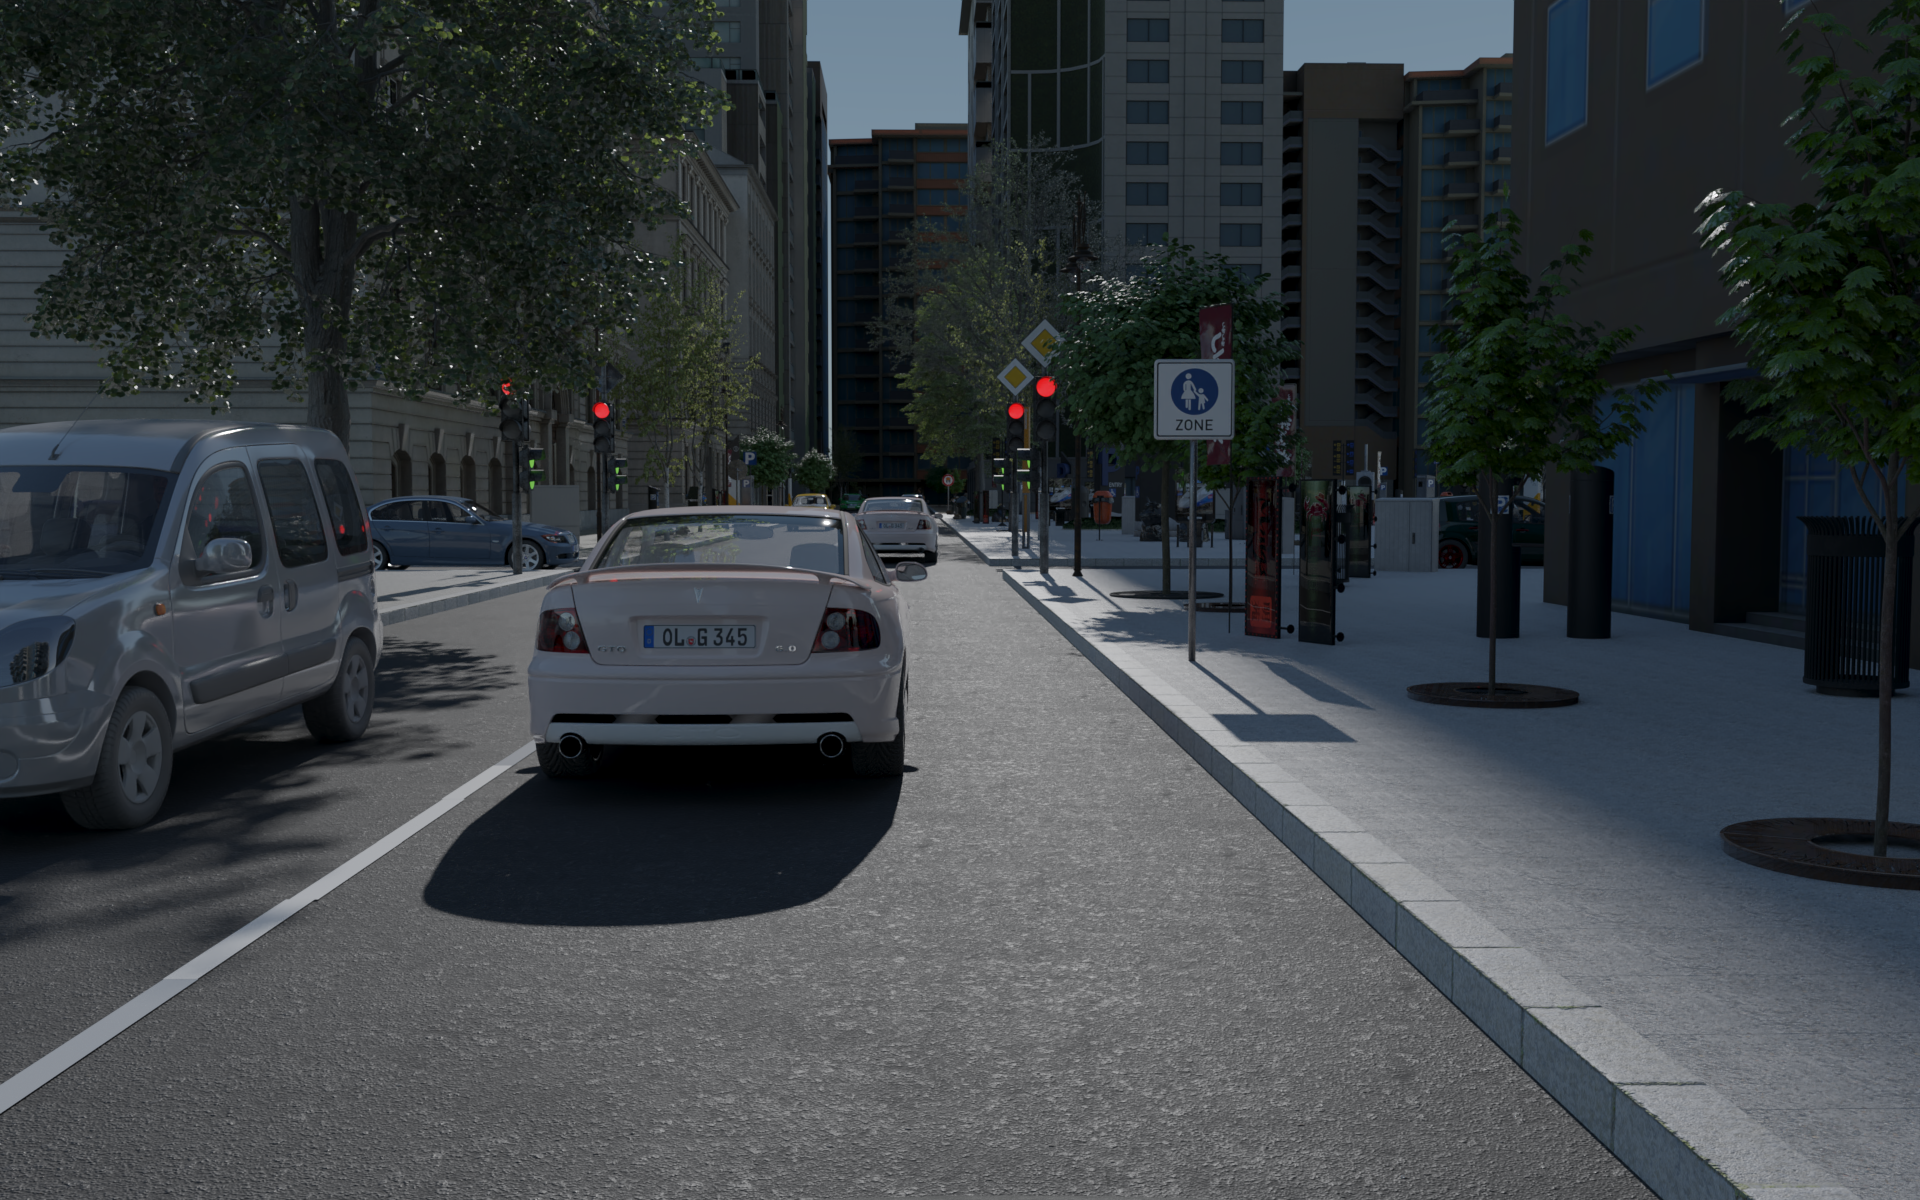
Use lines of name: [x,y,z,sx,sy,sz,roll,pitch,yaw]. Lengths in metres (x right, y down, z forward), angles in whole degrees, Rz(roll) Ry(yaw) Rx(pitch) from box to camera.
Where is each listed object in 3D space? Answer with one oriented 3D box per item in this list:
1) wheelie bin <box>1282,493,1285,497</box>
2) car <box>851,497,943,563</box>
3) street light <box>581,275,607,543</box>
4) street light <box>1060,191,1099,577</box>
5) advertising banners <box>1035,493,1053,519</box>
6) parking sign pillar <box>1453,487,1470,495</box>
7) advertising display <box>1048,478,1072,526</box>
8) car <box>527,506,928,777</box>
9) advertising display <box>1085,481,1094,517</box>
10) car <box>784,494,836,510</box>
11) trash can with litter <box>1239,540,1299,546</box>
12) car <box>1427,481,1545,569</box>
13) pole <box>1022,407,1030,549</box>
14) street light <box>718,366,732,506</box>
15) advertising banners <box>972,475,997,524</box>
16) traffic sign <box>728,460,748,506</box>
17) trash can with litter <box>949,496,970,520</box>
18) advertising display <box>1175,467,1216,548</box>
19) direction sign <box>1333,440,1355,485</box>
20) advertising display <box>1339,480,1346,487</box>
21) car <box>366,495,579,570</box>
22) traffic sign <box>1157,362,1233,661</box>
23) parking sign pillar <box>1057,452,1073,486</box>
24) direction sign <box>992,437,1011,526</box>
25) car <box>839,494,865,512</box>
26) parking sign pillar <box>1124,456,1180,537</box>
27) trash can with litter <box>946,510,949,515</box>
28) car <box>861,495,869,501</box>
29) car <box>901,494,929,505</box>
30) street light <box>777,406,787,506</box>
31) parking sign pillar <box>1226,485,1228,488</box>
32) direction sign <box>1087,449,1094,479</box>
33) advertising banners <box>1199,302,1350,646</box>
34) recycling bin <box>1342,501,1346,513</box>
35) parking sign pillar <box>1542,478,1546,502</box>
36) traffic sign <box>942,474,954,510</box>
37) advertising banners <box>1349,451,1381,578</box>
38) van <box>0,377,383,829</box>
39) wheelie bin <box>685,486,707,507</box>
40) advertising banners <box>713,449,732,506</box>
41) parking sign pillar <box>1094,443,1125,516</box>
wheelie bin: [18.558,-5.705,101.187,0.693,1.594,0.980,-1,4,-18]
car: [-1.405,-1.545,37.629,2.083,1.381,4.827,0,4,0]
street light: [-7.686,-3.913,36.758,0.468,5.910,1.993,0,4,-2]
street light: [1.834,-3.306,26.841,0.468,5.910,1.993,0,4,-2]
advertising banners: [4.050,-5.627,88.193,2.074,3.025,0.090,3,5,43]
parking sign pillar: [31.984,-7.460,110.439,1.447,3.967,1.447,-1,4,-15]
advertising display: [4.002,-3.918,69.280,0.974,1.923,0.123,-1,4,-11]
car: [-1.230,0.134,10.163,2.083,1.381,4.827,0,4,-1]
advertising display: [6.873,-5.109,88.745,0.974,1.923,0.123,1,4,12]
car: [-5.900,-3.575,68.669,2.015,1.641,3.980,0,4,0]
trash can with litter: [8.172,-1.999,43.741,1.678,1.210,2.233,-1,4,-15]
car: [9.995,-1.313,31.252,4.222,1.686,2.009,0,3,0]
pole: [1.551,-2.858,40.577,0.158,3.312,0.155,0,3,0]
street light: [-8.433,-5.493,62.602,0.468,5.910,1.993,0,4,-2]
advertising banners: [1.102,-4.796,74.595,0.090,3.025,2.074,-2,4,-31]
traffic sign: [-8.215,-3.900,63.867,0.768,2.556,0.104,0,4,1]
trash can with litter: [0.043,-4.661,87.592,0.624,1.170,1.055,1,4,22]
advertising display: [5.645,-2.223,41.565,0.974,1.923,0.123,2,4,24]
direction sign: [16.113,-4.943,72.817,0.876,3.537,0.379,1,4,17]
advertising display: [17.377,-4.498,78.758,0.123,1.923,0.974,1,4,23]
car: [-9.209,-1.190,31.463,4.499,1.417,2.014,0,4,-1]
traffic sign: [1.781,-0.679,13.238,0.606,2.300,0.079,0,4,2]
parking sign pillar: [6.628,-7.392,109.337,1.447,3.967,1.447,-2,4,-28]
direction sign: [1.697,-4.732,69.370,0.876,3.537,0.379,2,4,26]
car: [-8.031,-7.352,129.008,1.959,1.807,4.718,0,4,-2]
parking sign pillar: [5.967,-3.900,52.231,1.447,3.967,1.447,-1,4,-13]
trash can with litter: [-0.506,-5.871,107.370,0.624,1.170,1.055,-3,5,-40]
car: [-8.962,-8.783,156.182,1.945,1.354,3.894,0,4,-1]
car: [-2.851,-5.593,103.451,2.014,1.417,4.499,0,4,0]
street light: [-9.176,-7.130,89.369,0.468,5.910,1.993,0,4,-2]
parking sign pillar: [13.352,-6.249,90.642,1.447,3.967,1.447,-1,4,-12]
direction sign: [6.827,-5.860,87.807,0.876,3.537,0.379,-1,4,-20]
advertising banners: [2.725,-1.176,15.418,0.090,3.025,2.074,-2,4,-27]
recycling bin: [14.798,-3.272,66.044,0.722,1.027,0.722,0,4,-3]
parking sign pillar: [30.541,-6.144,88.924,1.447,3.967,1.447,-3,5,-42]
traffic sign: [-0.752,-6.803,111.327,0.768,2.556,0.104,0,4,4]
advertising banners: [5.636,-1.886,27.019,0.090,3.025,2.074,-3,5,-40]
van: [-4.324,-0.104,8.712,2.013,2.044,4.112,0,4,0]
wheelie bin: [-10.905,-3.902,71.698,0.980,1.594,0.693,1,4,12]
advertising banners: [-9.131,-4.319,66.804,0.090,3.025,2.074,1,4,12]
parking sign pillar: [6.301,-5.165,72.921,1.447,3.967,1.447,-2,4,-33]
